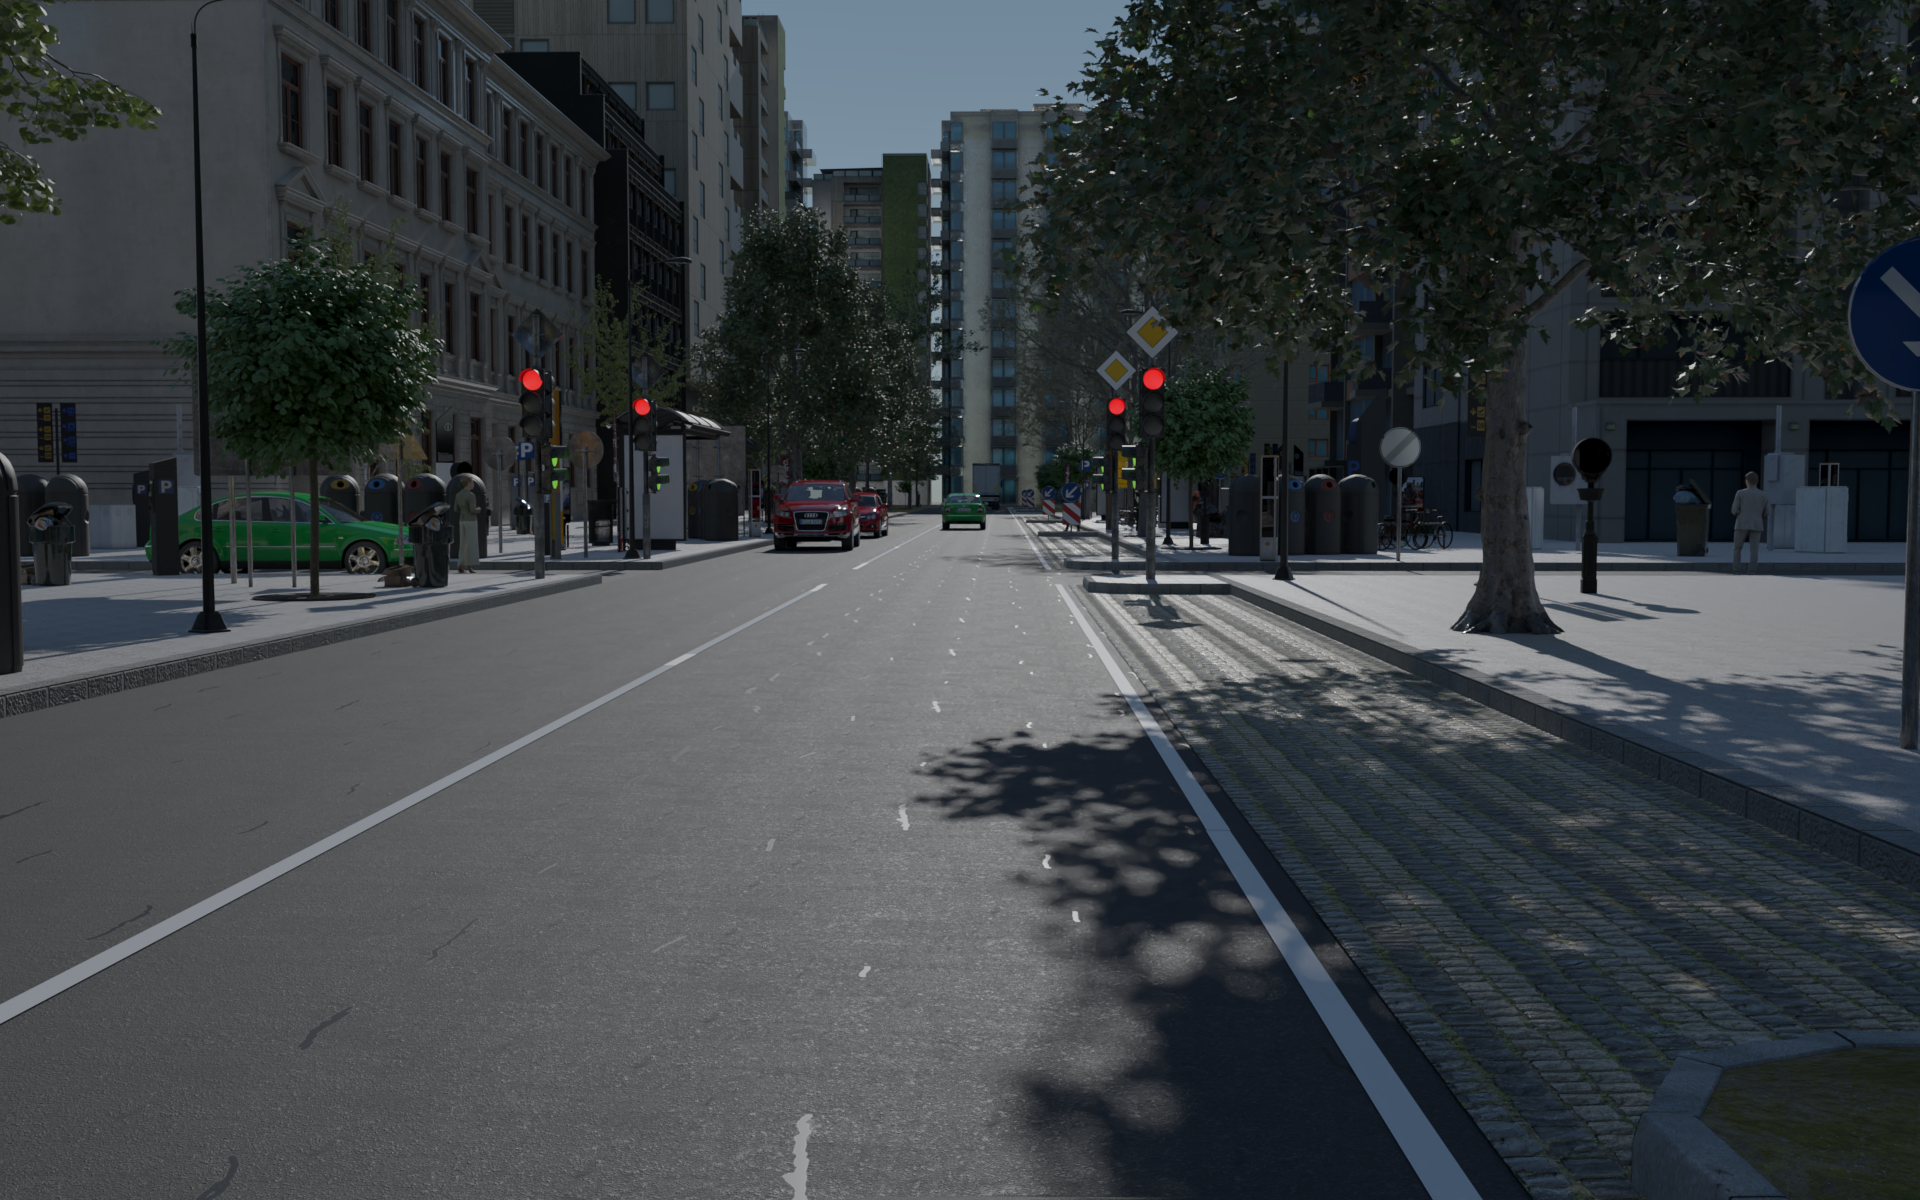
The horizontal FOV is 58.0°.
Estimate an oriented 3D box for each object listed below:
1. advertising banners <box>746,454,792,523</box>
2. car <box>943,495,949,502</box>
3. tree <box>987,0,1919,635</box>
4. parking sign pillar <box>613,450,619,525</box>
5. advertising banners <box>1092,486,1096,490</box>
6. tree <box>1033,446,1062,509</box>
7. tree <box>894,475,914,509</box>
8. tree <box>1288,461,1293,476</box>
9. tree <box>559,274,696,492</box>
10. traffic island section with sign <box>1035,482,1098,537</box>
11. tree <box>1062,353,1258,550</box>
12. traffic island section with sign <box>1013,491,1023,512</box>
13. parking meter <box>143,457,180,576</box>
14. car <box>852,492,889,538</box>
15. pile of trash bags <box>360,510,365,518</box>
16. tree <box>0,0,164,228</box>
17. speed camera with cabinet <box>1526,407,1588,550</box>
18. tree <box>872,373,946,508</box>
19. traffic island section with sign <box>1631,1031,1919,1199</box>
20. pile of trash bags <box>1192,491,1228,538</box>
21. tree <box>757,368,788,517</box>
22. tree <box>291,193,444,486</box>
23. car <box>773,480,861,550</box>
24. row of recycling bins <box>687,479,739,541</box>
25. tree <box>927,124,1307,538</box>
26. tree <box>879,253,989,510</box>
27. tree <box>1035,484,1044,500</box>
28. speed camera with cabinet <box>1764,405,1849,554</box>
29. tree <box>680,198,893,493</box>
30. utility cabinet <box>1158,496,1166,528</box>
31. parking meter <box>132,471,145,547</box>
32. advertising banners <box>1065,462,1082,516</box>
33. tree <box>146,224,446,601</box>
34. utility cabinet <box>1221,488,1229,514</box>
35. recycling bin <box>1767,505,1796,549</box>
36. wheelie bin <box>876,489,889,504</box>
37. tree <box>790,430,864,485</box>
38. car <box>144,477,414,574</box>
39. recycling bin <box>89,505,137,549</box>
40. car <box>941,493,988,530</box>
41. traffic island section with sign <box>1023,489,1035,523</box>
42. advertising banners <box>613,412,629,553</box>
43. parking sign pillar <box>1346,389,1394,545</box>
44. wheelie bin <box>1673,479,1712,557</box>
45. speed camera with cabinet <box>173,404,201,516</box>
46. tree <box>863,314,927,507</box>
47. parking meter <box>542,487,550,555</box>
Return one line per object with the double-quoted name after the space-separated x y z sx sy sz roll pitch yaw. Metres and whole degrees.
-8.415 -4.905 76.385 2.074 3.025 0.090 0 4 8 "advertising banners"
-0.565 -9.355 165.308 2.083 1.381 4.827 0 4 0 "car"
4.999 -6.046 15.862 9.611 12.733 9.660 0 3 0 "tree"
-13.872 -5.129 72.328 1.447 3.967 1.447 -2 4 -29 "parking sign pillar"
9.207 -6.914 109.226 2.074 3.025 0.090 0 4 -5 "advertising banners"
6.762 -7.187 101.221 4.285 4.588 4.351 0 3 0 "tree"
-4.592 -9.263 146.050 1.663 3.219 1.824 0 3 0 "tree"
16.588 -5.713 88.010 1.663 3.219 1.824 0 3 0 "tree"
-11.402 -6.636 58.867 4.737 8.622 4.395 0 3 0 "tree"
3.637 -3.060 58.662 1.989 1.847 2.006 0 4 1 "traffic island section with sign"
5.420 -3.457 40.241 4.285 4.588 4.351 0 3 0 "tree"
5.384 -7.778 135.798 1.989 1.847 2.006 0 4 1 "traffic island section with sign"
-12.558 -1.321 27.304 0.399 1.863 0.255 -3 5 -41 "parking meter"
-3.412 -2.980 57.767 2.155 1.783 4.494 0 4 2 "car"
-13.421 -1.758 38.492 1.912 1.369 3.447 3 5 44 "pile of trash bags"
-7.832 -5.589 9.501 7.486 12.596 7.792 0 3 0 "tree"
13.352 -2.782 39.815 2.038 3.252 0.660 3 5 44 "speed camera with cabinet"
-4.859 -14.431 154.074 7.486 12.596 7.792 0 3 0 "tree"
2.374 0.339 3.086 1.989 1.847 2.006 0 4 1 "traffic island section with sign"
7.864 -2.590 52.094 1.912 1.369 3.447 -1 4 -20 "pile of trash bags"
-11.014 -9.057 98.440 4.360 8.622 3.978 0 3 0 "tree"
-14.599 -5.638 42.550 4.737 8.622 4.395 0 3 0 "tree"
-3.732 -2.267 45.739 2.281 1.827 5.304 0 4 0 "car"
-6.927 -2.546 48.735 1.069 1.692 3.534 -1 4 -19 "row of recycling bins"
5.600 -8.620 51.306 12.009 13.543 11.850 0 3 0 "tree"
-4.144 -17.077 135.096 12.611 20.169 13.585 0 3 0 "tree"
8.895 -11.545 183.354 1.663 3.219 1.824 0 3 0 "tree"
18.602 -2.676 38.096 0.660 3.252 2.038 -1 4 -13 "speed camera with cabinet"
-6.446 -9.205 67.506 9.611 12.733 9.660 0 3 0 "tree"
8.046 -3.361 66.116 1.020 1.237 0.306 3 5 41 "utility cabinet"
-19.712 -2.205 41.767 0.399 1.863 0.255 -1 4 -11 "parking meter"
6.360 -6.050 95.100 0.090 3.025 2.074 -2 4 -33 "advertising banners"
-8.035 -2.293 21.200 4.285 4.588 4.351 0 3 0 "tree"
9.815 -3.349 63.428 1.173 1.500 0.318 -2 4 -34 "utility cabinet"
19.343 -1.718 40.635 0.722 1.027 0.722 2 4 25 "recycling bin"
-4.951 -6.195 109.194 0.980 1.594 0.693 -1 4 -22 "wheelie bin"
-6.135 -5.879 79.837 4.285 4.588 4.351 0 3 0 "tree"
-11.137 -1.245 29.150 4.718 1.807 1.959 0 4 0 "car"
-19.803 -1.709 40.491 0.722 1.027 0.722 1 4 22 "recycling bin"
0.185 -3.814 71.152 1.959 1.807 4.718 0 4 1 "car"
4.253 -4.708 85.610 1.989 1.847 2.006 0 4 1 "traffic island section with sign"
-7.487 -2.567 38.158 0.090 3.025 2.074 0 4 -3 "advertising banners"
10.301 -3.393 43.950 1.447 3.967 1.447 3 5 41 "parking sign pillar"
15.087 -1.700 35.696 0.693 1.594 0.980 2 4 28 "wheelie bin"
-16.755 -2.645 37.581 0.660 3.252 2.038 -1 4 -20 "speed camera with cabinet"
-5.750 -12.005 106.657 12.009 13.543 11.850 0 3 0 "tree"
-8.675 -1.707 36.319 0.372 1.533 0.369 0 3 0 "parking meter"
